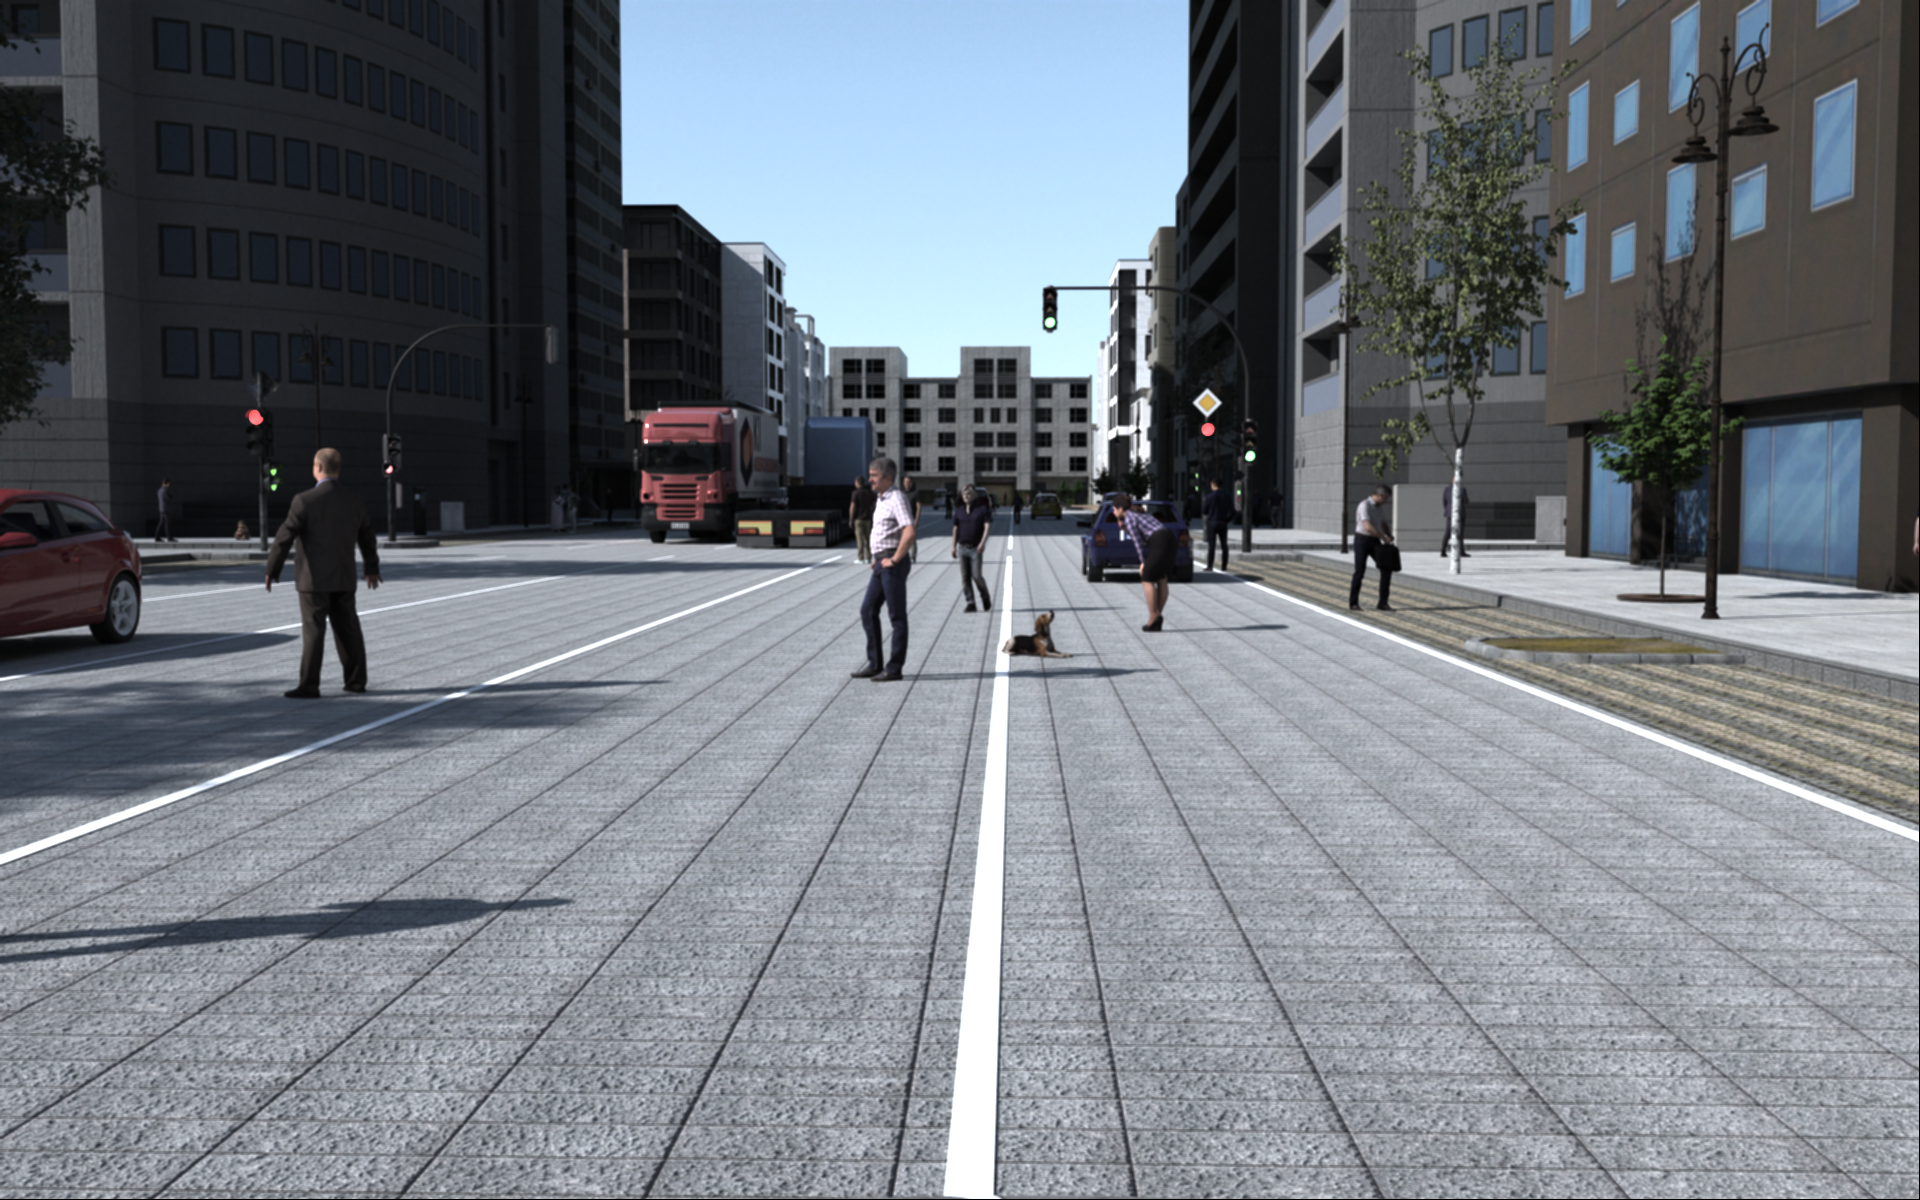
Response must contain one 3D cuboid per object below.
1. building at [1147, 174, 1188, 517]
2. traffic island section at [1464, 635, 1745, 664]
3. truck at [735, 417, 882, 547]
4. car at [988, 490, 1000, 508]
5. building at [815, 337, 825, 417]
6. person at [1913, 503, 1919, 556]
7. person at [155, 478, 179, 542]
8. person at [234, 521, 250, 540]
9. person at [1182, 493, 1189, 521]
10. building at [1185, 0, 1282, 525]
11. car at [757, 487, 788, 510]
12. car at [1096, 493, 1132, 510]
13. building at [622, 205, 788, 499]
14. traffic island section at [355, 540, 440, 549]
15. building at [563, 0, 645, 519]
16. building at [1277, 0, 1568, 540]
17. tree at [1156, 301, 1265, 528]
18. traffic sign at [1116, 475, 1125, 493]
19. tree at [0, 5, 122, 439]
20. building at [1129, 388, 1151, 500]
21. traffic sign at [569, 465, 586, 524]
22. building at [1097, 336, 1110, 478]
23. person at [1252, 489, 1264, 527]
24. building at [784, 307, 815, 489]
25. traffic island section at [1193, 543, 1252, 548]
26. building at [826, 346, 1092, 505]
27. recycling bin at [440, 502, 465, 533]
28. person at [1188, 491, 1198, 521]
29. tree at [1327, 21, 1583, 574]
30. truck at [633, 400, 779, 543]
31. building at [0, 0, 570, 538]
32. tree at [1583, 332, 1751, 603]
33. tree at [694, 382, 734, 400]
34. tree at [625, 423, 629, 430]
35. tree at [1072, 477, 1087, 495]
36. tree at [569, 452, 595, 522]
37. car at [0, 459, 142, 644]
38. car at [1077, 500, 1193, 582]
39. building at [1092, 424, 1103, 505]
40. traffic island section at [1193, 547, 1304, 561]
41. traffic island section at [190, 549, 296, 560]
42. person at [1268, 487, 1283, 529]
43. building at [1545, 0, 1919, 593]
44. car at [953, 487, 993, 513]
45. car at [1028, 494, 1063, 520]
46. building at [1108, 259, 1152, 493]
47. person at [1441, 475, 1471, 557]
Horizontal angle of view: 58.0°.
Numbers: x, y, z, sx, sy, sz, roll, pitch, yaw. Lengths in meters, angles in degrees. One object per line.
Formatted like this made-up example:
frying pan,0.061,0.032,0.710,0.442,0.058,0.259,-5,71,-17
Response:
building,26.490,-15.976,106.240,27.650,21.520,28.899,0,4,2
traffic island section,5.608,0.451,15.495,1.991,0.108,1.994,0,4,2
truck,-4.395,-3.953,54.396,2.967,4.110,18.799,0,4,2
car,3.127,-10.355,178.098,1.959,1.807,4.718,0,4,1
building,-20.788,-20.340,188.974,11.380,20.091,16.016,0,4,2
person,10.061,-0.571,17.580,0.471,1.553,0.569,-1,4,-10
person,-21.293,-2.414,46.428,0.530,1.710,0.541,-2,4,-35
person,-19.965,-1.936,48.179,0.381,0.543,0.357,0,4,1
person,9.870,-4.042,76.041,0.340,1.345,0.435,1,4,17
building,22.361,-27.928,80.328,21.300,48.544,21.600,0,4,2
car,-10.469,-5.373,96.528,2.281,1.827,5.304,0,4,1
car,7.582,-4.538,83.795,1.945,1.707,3.694,0,4,2
building,-29.916,-18.050,139.089,27.936,21.610,32.646,0,4,2
traffic island section,-15.332,-1.495,46.726,2.009,0.180,2.903,0,4,2
building,-32.576,-24.824,97.761,32.217,40.220,23.993,0,4,2
building,26.009,-31.436,55.979,28.212,58.520,21.231,0,4,2
tree,9.331,-7.056,65.734,4.360,8.622,3.978,0,3,0
traffic sign,10.705,-7.047,115.227,0.884,2.594,0.081,1,4,10
tree,-19.206,-6.838,28.807,9.611,12.733,9.660,0,3,0
building,18.779,-11.904,136.777,9.099,9.664,28.070,0,4,2
traffic sign,-16.534,-4.569,74.816,0.768,2.556,0.104,1,4,10
building,23.061,-20.341,188.991,16.016,20.091,11.380,0,4,2
person,11.360,-3.554,66.843,0.600,1.496,0.574,-1,4,-14
building,-23.440,-19.368,173.083,16.016,20.091,11.380,0,4,2
traffic island section,6.559,-1.454,46.047,2.009,0.180,2.903,0,4,2
building,0.284,-21.361,215.705,31.486,18.905,16.747,0,4,2
recycling bin,-16.762,-2.732,57.229,0.722,1.027,0.722,-1,4,-12
person,10.956,-4.452,82.059,0.697,1.427,0.421,-2,4,-25
tree,8.001,-4.741,27.882,4.737,8.622,4.395,0,3,0
truck,-7.715,-3.989,54.129,2.839,4.237,11.283,0,4,3
building,-28.281,-31.789,61.746,21.231,58.520,28.212,0,4,2
tree,8.489,-1.610,20.930,1.663,3.219,1.824,0,3,0
tree,-16.043,-10.034,114.426,4.737,8.622,4.395,0,3,0
tree,-24.515,-10.179,116.790,4.737,8.622,4.395,0,3,0
tree,13.422,-12.329,196.185,1.663,3.219,1.824,0,3,0
tree,-17.571,-5.190,79.456,1.663,3.219,1.824,0,3,0
car,-8.918,-0.377,15.201,2.155,1.783,4.494,0,3,0
car,2.975,-1.033,29.477,1.945,1.354,3.894,0,4,2
building,29.907,-16.416,210.549,28.070,9.664,9.099,0,4,2
traffic island section,6.312,-0.965,38.066,2.009,0.180,2.903,0,4,2
traffic island section,-15.578,-1.007,38.745,2.009,0.180,2.903,0,4,2
person,11.481,-3.368,63.325,0.569,1.553,0.471,3,5,40
building,18.841,-23.082,27.507,14.600,45.320,14.200,0,4,2
car,0.748,-5.472,98.135,2.281,1.827,5.304,0,3,0
car,4.886,-5.395,98.433,2.015,1.641,3.980,0,4,1
building,28.198,-19.745,166.804,27.936,21.610,32.646,0,4,2
person,10.097,-1.731,35.260,0.530,1.710,0.541,-3,4,-36
